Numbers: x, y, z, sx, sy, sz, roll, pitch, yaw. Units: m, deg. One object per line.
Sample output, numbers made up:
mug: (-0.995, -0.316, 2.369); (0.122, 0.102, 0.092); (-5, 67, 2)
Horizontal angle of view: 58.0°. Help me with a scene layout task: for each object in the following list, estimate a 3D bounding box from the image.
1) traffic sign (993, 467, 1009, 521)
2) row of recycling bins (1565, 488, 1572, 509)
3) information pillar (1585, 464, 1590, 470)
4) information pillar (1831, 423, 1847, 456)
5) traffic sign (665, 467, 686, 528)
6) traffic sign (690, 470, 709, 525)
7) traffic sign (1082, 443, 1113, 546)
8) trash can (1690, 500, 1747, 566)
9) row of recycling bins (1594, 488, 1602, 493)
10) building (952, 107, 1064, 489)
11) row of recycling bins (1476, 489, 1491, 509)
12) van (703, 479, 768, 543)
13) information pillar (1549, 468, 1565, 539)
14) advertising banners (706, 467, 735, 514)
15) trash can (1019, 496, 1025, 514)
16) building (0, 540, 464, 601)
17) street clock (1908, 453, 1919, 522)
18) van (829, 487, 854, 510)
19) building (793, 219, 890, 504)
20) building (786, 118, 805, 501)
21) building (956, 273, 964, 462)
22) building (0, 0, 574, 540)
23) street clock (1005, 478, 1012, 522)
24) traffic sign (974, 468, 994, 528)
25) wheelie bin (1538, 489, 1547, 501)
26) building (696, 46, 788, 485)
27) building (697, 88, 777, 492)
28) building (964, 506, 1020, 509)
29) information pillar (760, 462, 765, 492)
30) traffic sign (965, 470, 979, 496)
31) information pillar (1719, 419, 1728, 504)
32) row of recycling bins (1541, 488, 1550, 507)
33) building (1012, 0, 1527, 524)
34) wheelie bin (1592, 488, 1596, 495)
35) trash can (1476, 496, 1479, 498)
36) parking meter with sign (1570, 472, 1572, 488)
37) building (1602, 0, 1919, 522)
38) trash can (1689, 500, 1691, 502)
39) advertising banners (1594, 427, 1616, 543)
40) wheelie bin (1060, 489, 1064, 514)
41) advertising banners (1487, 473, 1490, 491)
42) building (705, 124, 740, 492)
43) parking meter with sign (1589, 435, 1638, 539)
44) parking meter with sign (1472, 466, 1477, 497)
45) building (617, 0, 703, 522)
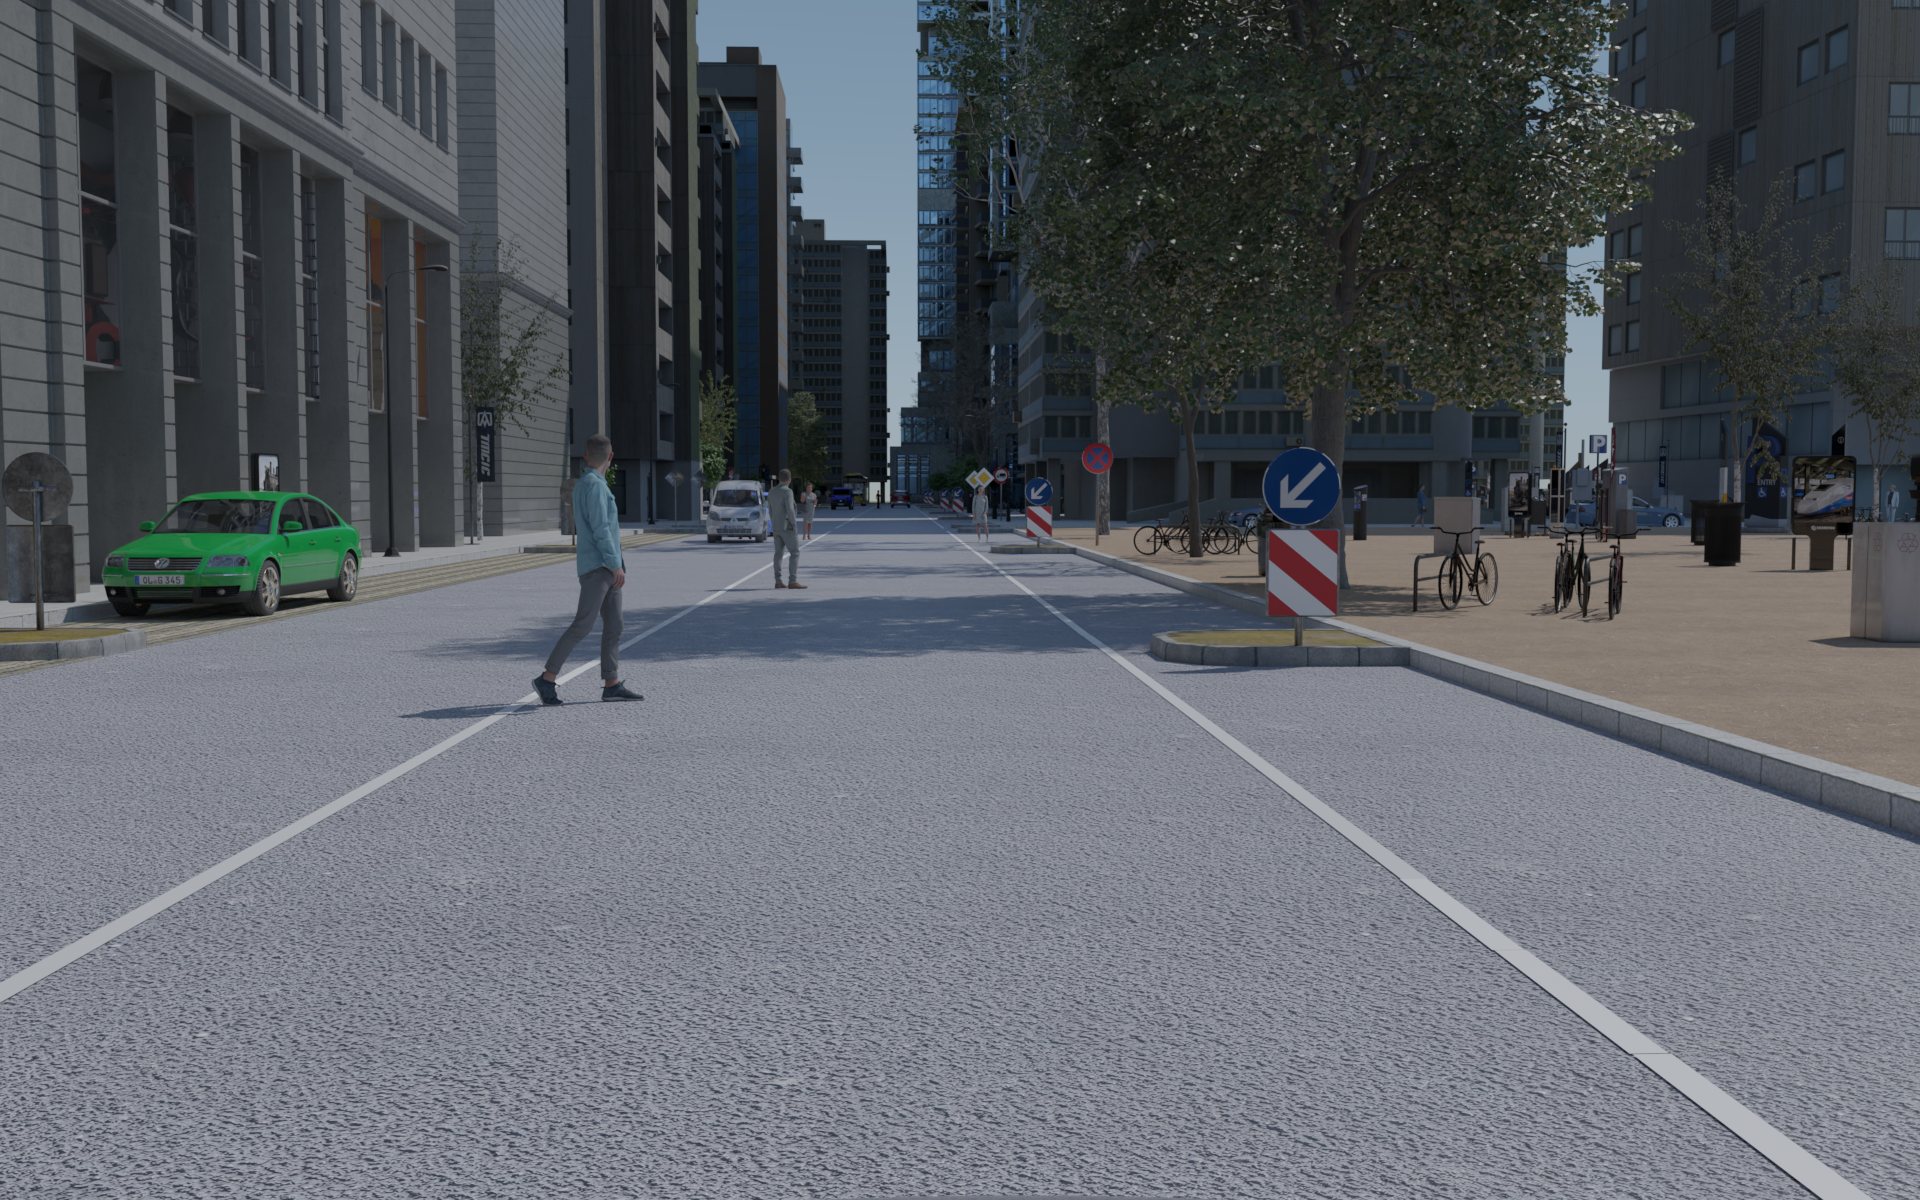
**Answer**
traffic sign: (1.972, -5.056, 82.776); (0.768, 2.556, 0.104); (0, 4, 3)
row of recycling bins: (41.017, -6.652, 115.868); (1.069, 1.692, 3.534); (2, 4, 25)
information pillar: (49.232, -8.857, 136.165); (0.504, 3.616, 0.183); (2, 4, 27)
information pillar: (29.102, -4.038, 57.380); (0.183, 3.616, 0.504); (-2, 4, -31)
traffic sign: (-10.636, -3.739, 64.776); (0.795, 2.450, 0.064); (0, 4, -2)
traffic sign: (-10.925, -4.227, 72.756); (0.795, 2.450, 0.064); (0, 4, -2)
traffic sign: (3.409, -2.622, 42.973); (0.768, 2.556, 0.104); (0, 4, 3)
trash can: (13.632, -1.180, 30.945); (0.748, 1.137, 0.748); (0, 3, 0)
row of recycling bins: (40.247, -6.098, 106.818); (3.534, 1.692, 1.069); (2, 4, 25)
building: (10.312, -33.040, 194.820); (22.147, 44.769, 28.867); (0, 4, -2)
row of recycling bins: (37.435, -7.270, 125.983); (3.534, 1.692, 1.069); (1, 4, 22)
van: (-6.681, -2.758, 52.099); (2.013, 2.044, 4.112); (0, 4, -4)
information pillar: (17.164, -2.769, 49.763); (0.304, 2.012, 0.304); (-3, 5, -39)
advertising banners: (-15.624, -7.145, 113.010); (2.074, 3.025, 0.090); (1, 4, 17)
trash can: (4.177, -6.172, 112.567); (0.748, 1.137, 0.748); (0, 3, 0)
building: (-17.076, -15.256, 26.920); (11.434, 29.767, 29.804); (0, 4, -2)
street clock: (17.033, -1.602, 30.767); (0.358, 2.002, 0.471); (3, 5, 40)
van: (-10.739, -9.401, 158.090); (2.240, 2.365, 5.245); (0, 4, -1)
building: (-22.010, -33.985, 247.541); (23.993, 40.220, 32.217); (0, 4, -2)
building: (-34.364, -36.074, 209.424); (30.456, 49.044, 23.786); (0, 4, -2)
building: (6.395, -27.210, 216.576); (14.160, 30.474, 14.107); (0, 4, -2)
building: (-28.761, -17.070, 56.579); (29.804, 29.767, 11.434); (0, 4, -2)
street clock: (2.247, -4.632, 80.306); (0.358, 2.002, 0.471); (1, 4, 8)
traffic sign: (0.902, -3.763, 65.171); (0.795, 2.450, 0.064); (0, 4, -2)
wheelie bin: (36.026, -6.102, 107.674); (0.693, 1.594, 0.980); (-1, 4, -18)
building: (-25.148, -32.279, 177.878); (14.600, 45.320, 14.200); (0, 4, -2)
building: (-33.415, -28.549, 158.662); (32.217, 40.220, 23.993); (0, 4, -2)
building: (11.550, -52.001, 162.879); (22.319, 86.520, 31.000); (0, 4, -2)
information pillar: (-14.563, -8.355, 127.959); (0.183, 3.616, 0.504); (2, 4, 28)
traffic sign: (0.613, -4.251, 73.151); (0.795, 2.450, 0.064); (0, 4, -2)
information pillar: (23.877, -3.842, 54.170); (0.183, 3.616, 0.504); (0, 4, 7)
row of recycling bins: (42.269, -7.311, 126.647); (3.534, 1.692, 1.069); (-3, 5, -44)
building: (15.225, -24.257, 88.486); (23.993, 40.220, 32.217); (0, 4, -2)
wheelie bin: (33.148, -5.101, 91.301); (0.980, 1.594, 0.693); (-1, 4, -12)
trash can: (39.618, -7.527, 134.715); (0.748, 1.137, 0.748); (0, 3, 0)
parking meter with sign: (50.988, -9.024, 143.804); (1.738, 3.016, 0.543); (-1, 4, -21)
building: (51.497, -30.556, 88.837); (27.495, 52.752, 28.713); (0, 4, -2)
trash can: (18.652, -1.942, 43.411); (0.748, 1.137, 0.748); (0, 3, 0)
advertising banners: (17.166, -3.047, 46.011); (0.090, 3.025, 2.074); (1, 4, 10)
wheelie bin: (6.673, -6.414, 112.769); (0.980, 1.594, 0.693); (3, 5, 44)
advertising banners: (43.683, -9.077, 144.589); (2.074, 3.025, 0.090); (-3, 4, -38)
building: (-24.971, -22.236, 135.268); (14.160, 30.474, 14.107); (0, 4, -2)
parking meter with sign: (18.948, -3.295, 50.131); (0.543, 3.016, 1.738); (-1, 4, -15)
parking meter with sign: (31.586, -6.770, 106.953); (0.543, 3.016, 1.738); (1, 4, 17)
building: (-19.840, -18.858, 80.034); (14.160, 30.474, 14.107); (0, 4, -2)
